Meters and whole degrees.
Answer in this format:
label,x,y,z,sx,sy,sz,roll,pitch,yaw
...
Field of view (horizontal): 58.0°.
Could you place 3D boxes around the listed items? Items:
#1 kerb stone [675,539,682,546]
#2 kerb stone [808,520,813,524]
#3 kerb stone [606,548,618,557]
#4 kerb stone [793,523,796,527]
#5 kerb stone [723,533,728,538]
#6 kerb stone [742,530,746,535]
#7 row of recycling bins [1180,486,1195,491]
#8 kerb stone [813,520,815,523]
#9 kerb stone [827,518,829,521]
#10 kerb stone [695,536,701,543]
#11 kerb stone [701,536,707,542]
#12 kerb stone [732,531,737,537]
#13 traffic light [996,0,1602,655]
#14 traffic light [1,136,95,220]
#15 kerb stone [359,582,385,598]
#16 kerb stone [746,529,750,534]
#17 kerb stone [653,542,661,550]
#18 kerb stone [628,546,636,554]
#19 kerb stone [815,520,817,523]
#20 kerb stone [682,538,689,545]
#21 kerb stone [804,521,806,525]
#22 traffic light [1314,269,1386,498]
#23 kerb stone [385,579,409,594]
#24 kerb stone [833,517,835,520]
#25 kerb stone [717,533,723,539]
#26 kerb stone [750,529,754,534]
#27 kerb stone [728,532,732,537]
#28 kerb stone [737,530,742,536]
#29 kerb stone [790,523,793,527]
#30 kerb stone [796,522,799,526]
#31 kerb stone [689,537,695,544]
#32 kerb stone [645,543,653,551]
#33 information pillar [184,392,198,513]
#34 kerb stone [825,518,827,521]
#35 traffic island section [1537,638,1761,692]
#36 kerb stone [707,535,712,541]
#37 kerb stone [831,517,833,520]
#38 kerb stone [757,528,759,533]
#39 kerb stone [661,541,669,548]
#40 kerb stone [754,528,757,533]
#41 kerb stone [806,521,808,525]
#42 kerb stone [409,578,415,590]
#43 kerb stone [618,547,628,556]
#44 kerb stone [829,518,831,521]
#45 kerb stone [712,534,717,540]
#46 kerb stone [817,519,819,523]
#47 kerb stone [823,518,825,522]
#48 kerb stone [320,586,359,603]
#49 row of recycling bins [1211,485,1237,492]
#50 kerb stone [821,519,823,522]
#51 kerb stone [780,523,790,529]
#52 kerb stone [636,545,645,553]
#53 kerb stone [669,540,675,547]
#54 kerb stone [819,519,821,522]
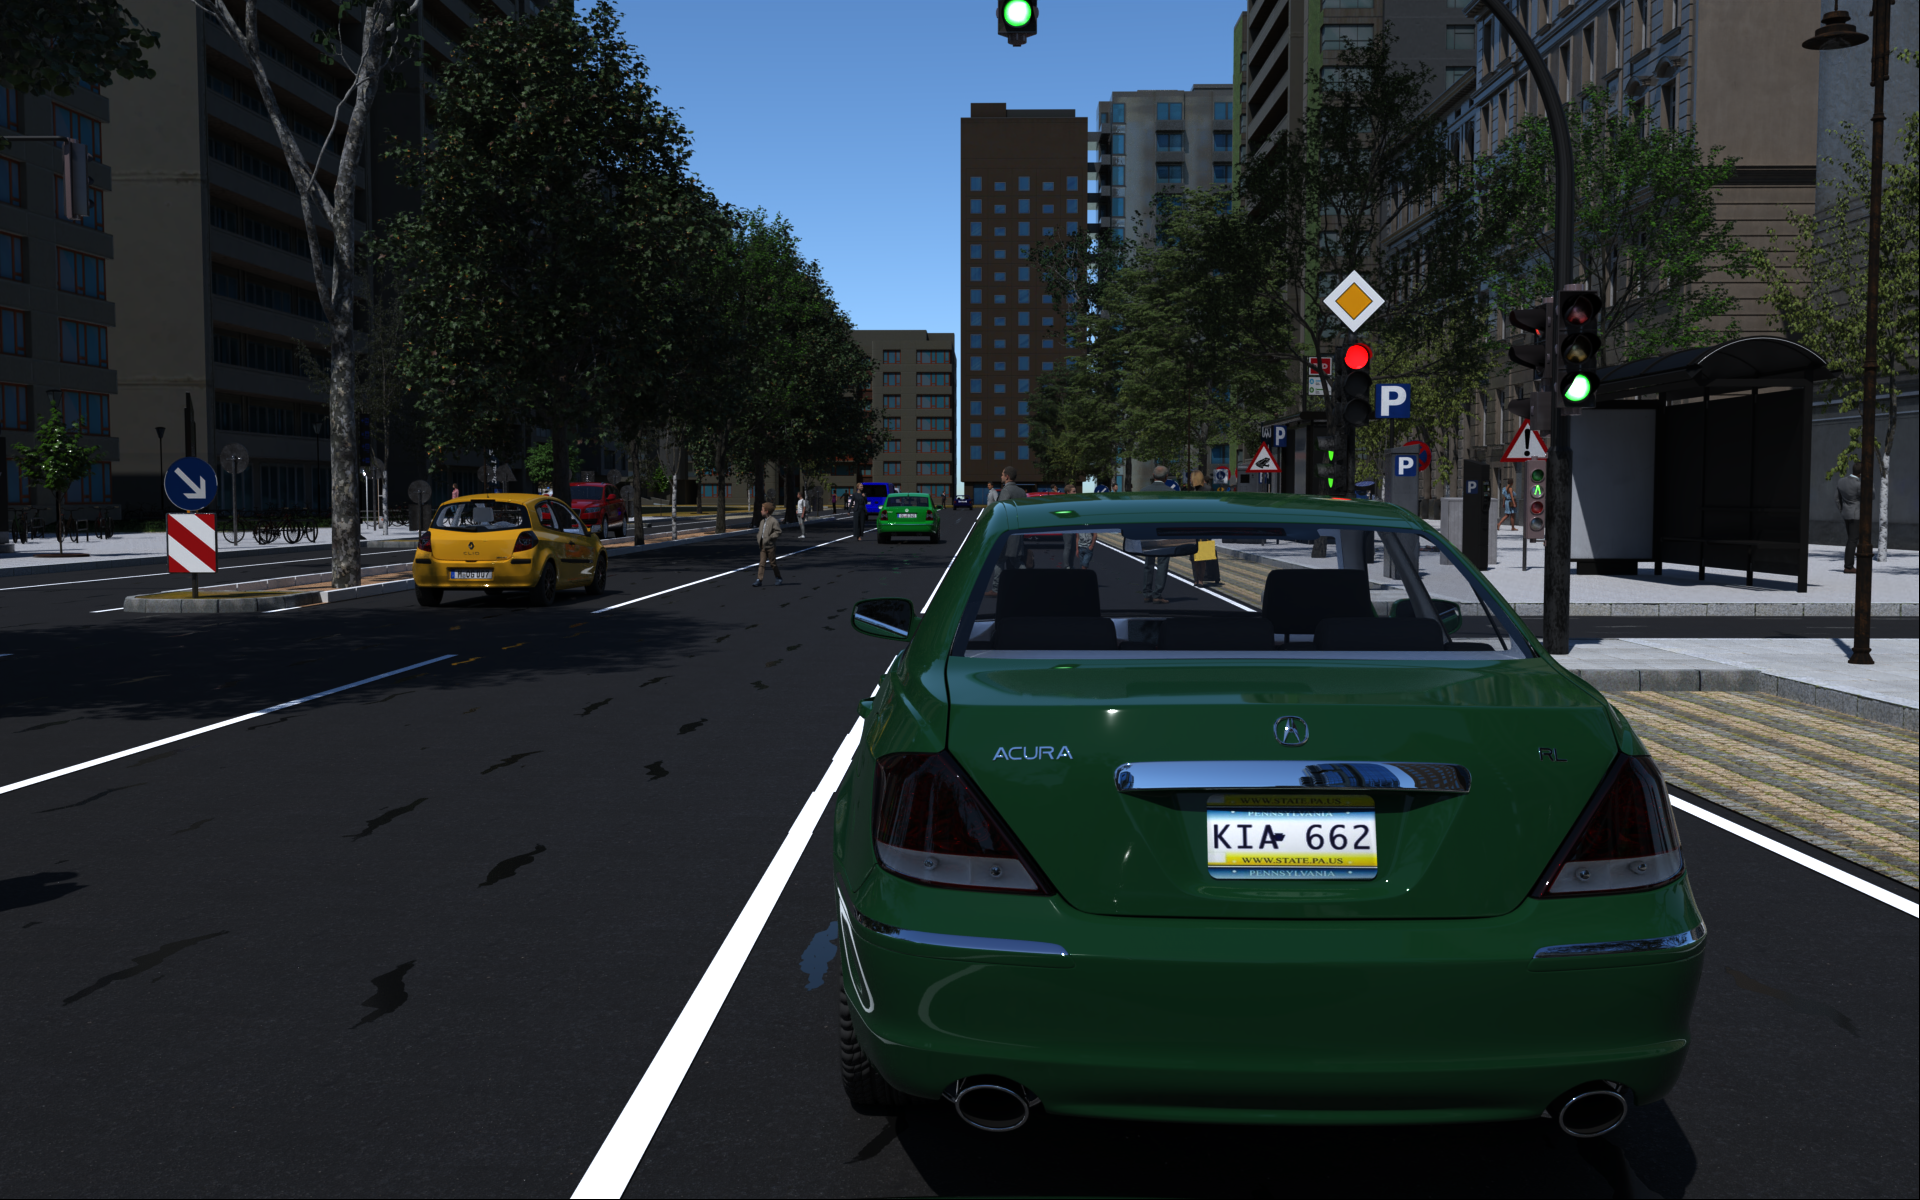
label,x,y,z,sx,sy,sz,roll,pitch,yaw
kerb stone,-7.887,-1.565,47.843,0.120,0.150,1.000,0,4,1
kerb stone,-7.250,-3.692,82.690,0.120,0.150,1.000,0,4,1
kerb stone,-8.037,-1.065,39.605,0.120,0.150,1.000,0,4,1
kerb stone,-7.383,-3.260,75.512,0.120,0.150,1.000,0,4,1
kerb stone,-7.734,-2.068,56.047,0.120,0.150,1.000,0,4,1
kerb stone,-7.664,-2.320,60.136,0.120,0.150,1.000,0,4,1
row of recycling bins,10.664,-4.665,83.393,3.534,1.692,1.069,3,4,36
kerb stone,-7.227,-3.762,83.711,0.120,0.150,1.000,0,4,1
kerb stone,-7.100,-4.201,90.885,0.120,0.150,1.000,0,4,1
kerb stone,-7.827,-1.756,50.919,0.120,0.150,1.000,0,4,1
kerb stone,-7.809,-1.819,51.941,0.120,0.150,1.000,0,4,1
kerb stone,-7.696,-2.190,58.092,0.120,0.150,1.000,0,4,1
traffic light,2.668,-2.389,13.726,4.771,5.953,1.251,0,4,1
traffic light,-13.558,-2.905,22.168,4.771,5.953,1.251,0,4,1
kerb stone,-8.319,-0.125,24.238,0.120,0.150,1.000,0,4,1
kerb stone,-7.647,-2.383,61.163,0.120,0.150,1.000,0,4,1
kerb stone,-7.946,-1.380,44.765,0.120,0.150,1.000,0,4,1
kerb stone,-8.006,-1.190,41.660,0.120,0.150,1.000,0,4,1
kerb stone,-7.213,-3.823,84.733,0.120,0.150,1.000,0,4,1
kerb stone,-7.872,-1.631,48.870,0.120,0.150,1.000,0,4,1
kerb stone,-7.307,-3.506,79.604,0.120,0.150,1.000,0,4,1
traffic light,4.907,-2.012,21.813,0.839,4.253,0.868,0,4,1
kerb stone,-8.298,-0.187,25.260,0.120,0.150,1.000,0,4,1
kerb stone,-7.043,-4.385,93.952,0.120,0.150,1.000,0,4,1
kerb stone,-7.753,-2.007,55.015,0.120,0.150,1.000,0,4,1
kerb stone,-7.618,-2.446,62.184,0.120,0.150,1.000,0,4,1
kerb stone,-7.720,-2.133,57.070,0.120,0.150,1.000,0,4,1
kerb stone,-7.676,-2.258,59.114,0.120,0.150,1.000,0,4,1
kerb stone,-7.400,-3.192,74.490,0.120,0.150,1.000,0,4,1
kerb stone,-7.358,-3.322,76.537,0.120,0.150,1.000,0,4,1
kerb stone,-7.850,-1.694,49.892,0.120,0.150,1.000,0,4,1
kerb stone,-7.968,-1.317,43.727,0.120,0.150,1.000,0,4,1
information pillar,-17.760,-2.977,40.030,0.183,3.616,0.504,-1,4,-14
kerb stone,-7.117,-4.139,89.862,0.120,0.150,1.000,0,4,1
traffic island section,4.801,0.510,13.942,2.009,0.180,2.903,0,4,1
kerb stone,-7.793,-1.882,52.971,0.120,0.150,1.000,0,4,1
kerb stone,-7.065,-4.326,92.929,0.120,0.150,1.000,0,4,1
kerb stone,-7.591,-2.572,64.243,0.120,0.150,1.000,0,4,1
kerb stone,-7.926,-1.437,45.795,0.120,0.150,1.000,0,4,1
kerb stone,-7.612,-2.508,63.207,0.120,0.150,1.000,0,4,1
kerb stone,-7.292,-3.571,80.628,0.120,0.150,1.000,0,4,1
kerb stone,-8.279,-0.248,26.283,0.120,0.150,1.000,0,4,1
kerb stone,-8.016,-1.127,40.628,0.120,0.150,1.000,0,4,1
kerb stone,-7.084,-4.262,91.907,0.120,0.150,1.000,0,4,1
kerb stone,-7.780,-1.945,53.993,0.120,0.150,1.000,0,4,1
kerb stone,-7.194,-3.888,85.766,0.120,0.150,1.000,0,4,1
kerb stone,-7.149,-4.074,88.835,0.120,0.150,1.000,0,4,1
kerb stone,-8.341,-0.060,23.217,0.120,0.150,1.000,0,4,1
row of recycling bins,12.142,-4.187,75.564,1.069,1.692,3.534,-1,4,-14
kerb stone,-7.157,-4.013,87.813,0.120,0.150,1.000,0,4,1
kerb stone,-7.429,-3.123,73.468,0.120,0.150,1.000,0,4,1
kerb stone,-7.988,-1.254,42.696,0.120,0.150,1.000,0,4,1
kerb stone,-7.912,-1.504,46.821,0.120,0.150,1.000,0,4,1
kerb stone,-7.177,-3.951,86.790,0.120,0.150,1.000,0,4,1
